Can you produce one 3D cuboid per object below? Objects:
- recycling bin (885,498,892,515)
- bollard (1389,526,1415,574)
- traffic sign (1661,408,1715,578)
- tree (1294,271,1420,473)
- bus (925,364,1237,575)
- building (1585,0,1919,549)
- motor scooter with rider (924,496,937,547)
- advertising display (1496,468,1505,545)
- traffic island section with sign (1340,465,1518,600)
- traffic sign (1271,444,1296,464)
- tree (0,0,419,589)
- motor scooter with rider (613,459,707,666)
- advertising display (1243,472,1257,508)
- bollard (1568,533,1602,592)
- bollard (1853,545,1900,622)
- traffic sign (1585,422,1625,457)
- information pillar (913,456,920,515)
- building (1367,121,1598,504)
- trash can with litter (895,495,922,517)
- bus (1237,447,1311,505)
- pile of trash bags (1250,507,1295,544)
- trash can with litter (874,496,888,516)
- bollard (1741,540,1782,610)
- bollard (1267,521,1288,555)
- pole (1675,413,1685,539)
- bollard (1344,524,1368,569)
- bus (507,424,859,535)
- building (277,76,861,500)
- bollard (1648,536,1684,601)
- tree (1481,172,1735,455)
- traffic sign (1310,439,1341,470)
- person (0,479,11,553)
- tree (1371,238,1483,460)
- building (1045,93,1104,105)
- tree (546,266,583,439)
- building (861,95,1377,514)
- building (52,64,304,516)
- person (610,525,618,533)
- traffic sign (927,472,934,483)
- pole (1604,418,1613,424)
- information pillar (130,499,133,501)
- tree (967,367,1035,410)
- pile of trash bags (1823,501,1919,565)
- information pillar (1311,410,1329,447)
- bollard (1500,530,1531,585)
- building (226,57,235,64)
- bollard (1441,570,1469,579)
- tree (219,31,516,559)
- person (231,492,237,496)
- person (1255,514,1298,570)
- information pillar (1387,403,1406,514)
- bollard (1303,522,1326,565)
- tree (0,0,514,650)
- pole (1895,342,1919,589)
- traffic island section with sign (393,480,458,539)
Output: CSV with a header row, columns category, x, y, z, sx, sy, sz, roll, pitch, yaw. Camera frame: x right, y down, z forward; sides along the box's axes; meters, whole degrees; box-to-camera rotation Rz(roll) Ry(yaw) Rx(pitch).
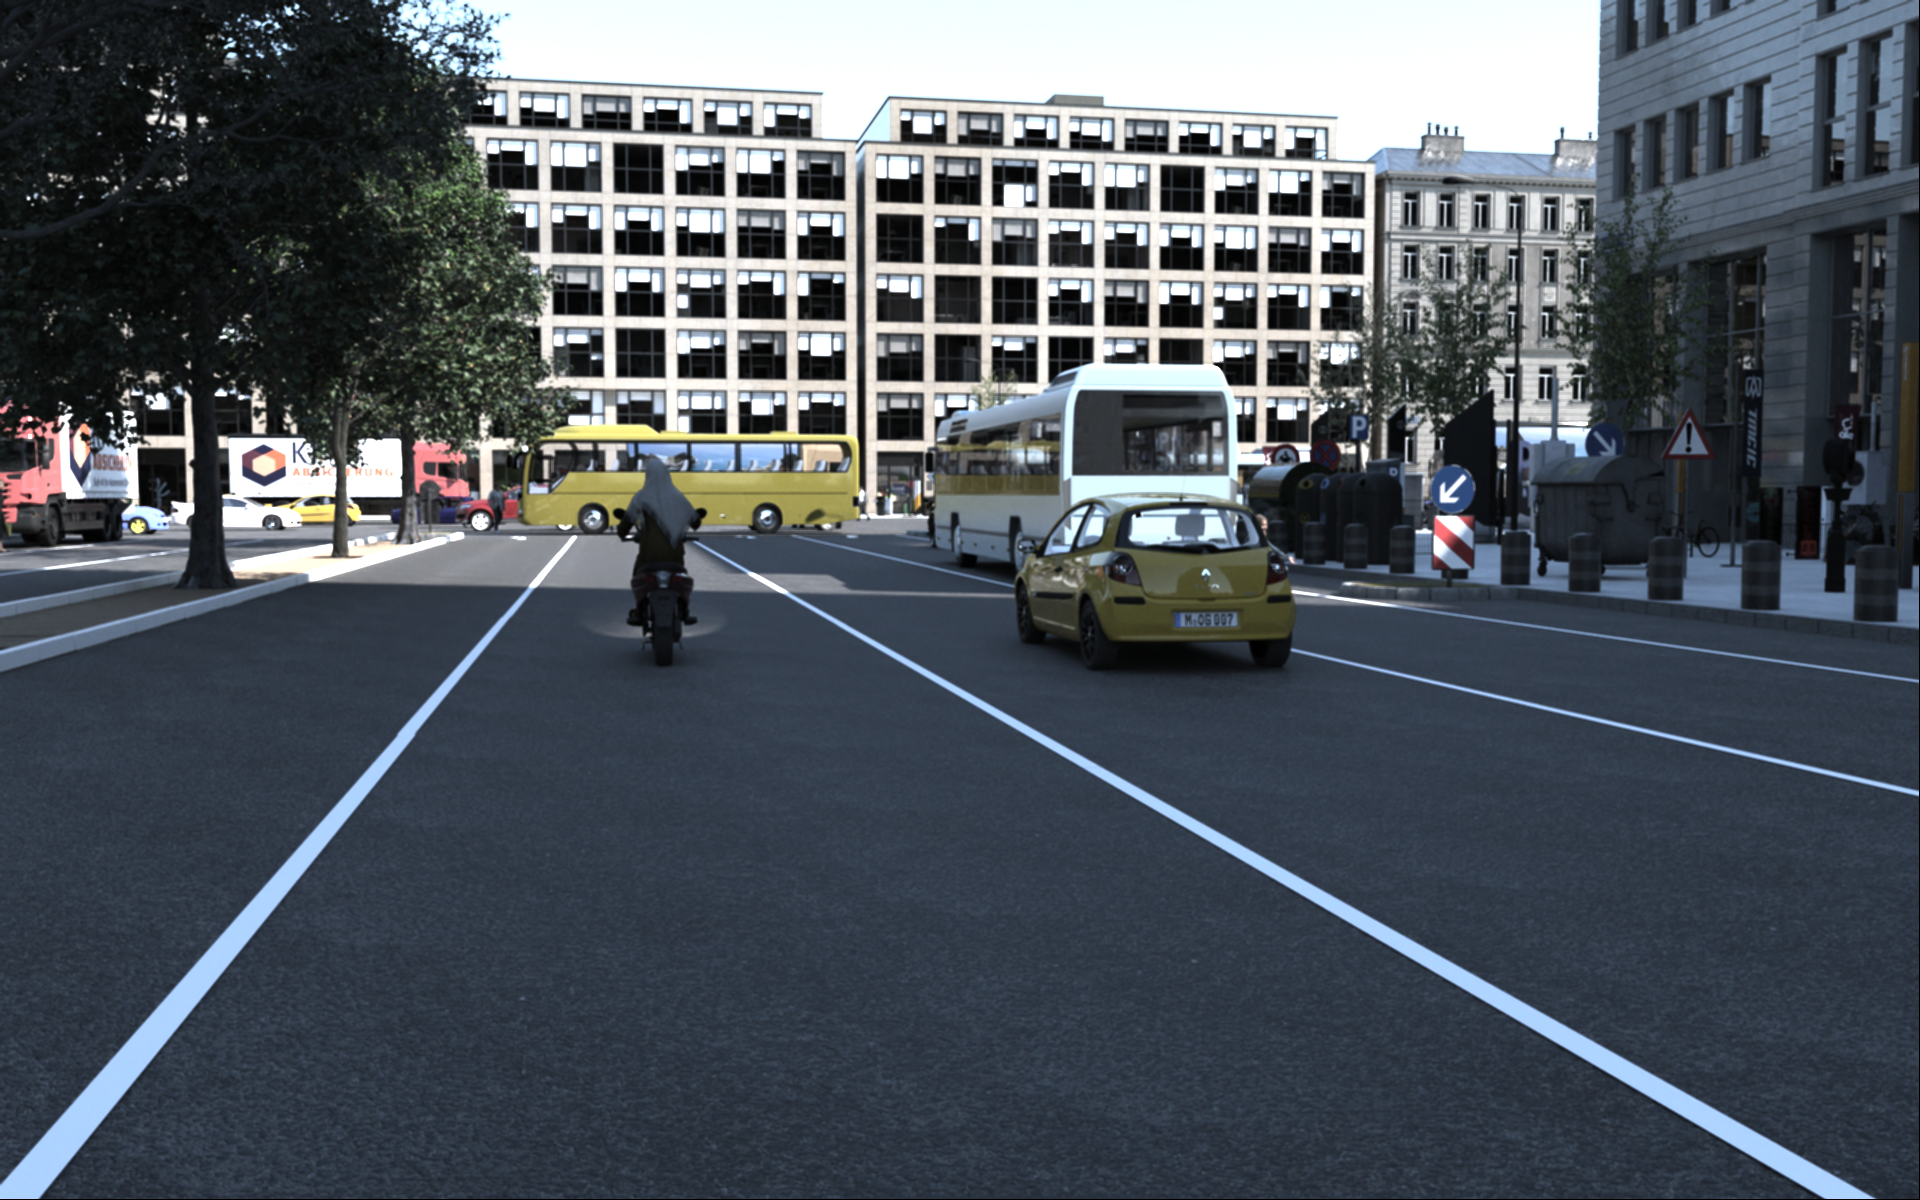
category,x,y,z,sx,sy,sz,roll,pitch,yaw
recycling bin,-4.477,-5.599,104.090,0.722,1.027,0.722,1,4,10
bollard,7.160,-0.815,28.038,0.404,0.777,0.398,0,3,0
traffic sign,11.046,-1.611,26.345,0.884,2.594,0.081,-1,4,-9
tree,13.429,-6.575,57.870,4.360,8.622,3.978,0,3,0
bus,1.626,-2.219,31.141,2.948,3.499,13.247,-1,4,-9
building,26.160,-15.771,35.344,11.434,29.767,29.804,-1,4,-11
motor scooter with rider,-0.498,-2.260,45.915,0.876,1.779,1.986,-1,4,-12
advertising display,13.682,-2.364,43.865,0.123,1.923,0.974,1,4,13
traffic island section with sign,6.453,-0.960,24.330,1.989,1.847,2.006,-1,4,-11
traffic sign,8.240,-2.682,43.961,0.768,2.556,0.104,0,4,-5
tree,-11.473,-6.523,26.120,9.611,12.733,9.660,0,3,0
motor scooter with rider,-2.576,-0.375,15.100,0.876,1.779,1.986,-1,4,-11
advertising display,8.563,-2.791,50.848,0.123,1.923,0.974,-1,4,-16
bollard,8.218,-0.493,22.773,0.404,0.777,0.398,0,3,0
bollard,9.276,-0.172,17.529,0.404,0.777,0.398,0,3,0
traffic sign,11.457,-1.883,30.891,0.768,2.556,0.104,-1,4,-11
information pillar,-2.633,-7.015,106.047,0.183,3.616,0.504,-3,5,-40
building,38.943,-19.933,123.172,25.104,27.353,12.463,-1,4,-11
trash can with litter,-2.991,-5.228,96.529,1.678,1.210,2.233,1,4,11
bus,7.109,-4.448,67.578,13.247,3.499,2.948,-1,4,-11
pile of trash bags,8.400,-1.961,41.815,3.447,1.369,1.912,2,4,24
trash can with litter,-4.581,-5.467,100.767,0.624,1.170,1.055,1,4,18
bollard,8.920,-0.279,19.284,0.404,0.777,0.398,0,3,0
bollard,6.101,-1.136,33.284,0.404,0.777,0.398,0,3,0
pole,18.212,-3.053,43.765,0.158,3.312,0.155,0,3,0
bollard,6.806,-0.922,29.792,0.404,0.777,0.398,0,3,0
bus,-9.840,-4.322,62.215,12.252,3.916,2.896,-1,4,-10
building,-24.992,-18.932,114.060,34.151,26.468,19.350,-1,4,-11
bollard,8.572,-0.386,21.029,0.404,0.777,0.398,0,3,0
tree,15.681,-5.531,40.802,4.737,8.622,4.395,0,3,0
traffic sign,8.448,-2.453,40.207,0.768,2.556,0.104,-1,4,-10
person,-23.314,-1.998,41.377,0.699,1.804,1.509,2,4,24
tree,13.954,-6.051,49.297,4.737,8.622,4.395,0,3,0
building,9.387,-29.403,172.620,32.217,40.220,23.993,-1,4,-11
tree,-15.542,-7.892,48.501,9.611,12.733,9.660,0,3,0
building,8.859,-19.358,121.020,34.151,26.468,19.350,-1,4,-11
building,-59.400,-18.518,107.293,34.151,26.468,19.350,-1,4,-11
person,-12.817,-3.284,63.998,0.589,1.601,0.330,-1,4,-23
traffic sign,-0.749,-3.441,59.896,0.795,2.450,0.064,-1,4,-11
pole,17.430,-3.230,46.657,0.158,3.312,0.155,0,3,0
information pillar,-45.911,-5.581,95.743,0.304,2.012,0.304,-2,4,-34
tree,2.212,-9.221,101.131,4.737,8.622,4.395,0,3,0
pile of trash bags,17.623,-1.329,31.482,3.447,1.369,1.912,2,4,27
information pillar,10.002,-3.475,48.176,0.504,3.616,0.183,1,4,9
bollard,7.866,-0.599,24.518,0.404,0.777,0.398,0,3,0
building,-88.069,-34.161,178.132,30.456,49.044,23.786,-1,4,-11
bollard,7.513,-0.707,26.283,0.404,0.777,0.398,0,3,0
tree,-13.678,-6.725,38.164,9.928,11.665,9.643,0,3,0
person,-32.025,-3.992,76.310,0.480,1.512,0.613,2,4,23
person,4.322,-0.619,24.123,0.738,1.151,1.012,3,5,43
information pillar,11.269,-3.263,44.706,0.504,3.616,0.183,-1,4,-16
bollard,6.453,-1.029,31.539,0.404,0.777,0.398,0,3,0
tree,-9.041,-6.241,14.870,12.009,13.543,11.850,0,3,0
pole,12.794,-1.808,23.399,0.158,3.312,0.155,0,3,0
traffic island section with sign,-17.476,-2.980,56.860,2.006,1.907,1.989,-1,4,-11
